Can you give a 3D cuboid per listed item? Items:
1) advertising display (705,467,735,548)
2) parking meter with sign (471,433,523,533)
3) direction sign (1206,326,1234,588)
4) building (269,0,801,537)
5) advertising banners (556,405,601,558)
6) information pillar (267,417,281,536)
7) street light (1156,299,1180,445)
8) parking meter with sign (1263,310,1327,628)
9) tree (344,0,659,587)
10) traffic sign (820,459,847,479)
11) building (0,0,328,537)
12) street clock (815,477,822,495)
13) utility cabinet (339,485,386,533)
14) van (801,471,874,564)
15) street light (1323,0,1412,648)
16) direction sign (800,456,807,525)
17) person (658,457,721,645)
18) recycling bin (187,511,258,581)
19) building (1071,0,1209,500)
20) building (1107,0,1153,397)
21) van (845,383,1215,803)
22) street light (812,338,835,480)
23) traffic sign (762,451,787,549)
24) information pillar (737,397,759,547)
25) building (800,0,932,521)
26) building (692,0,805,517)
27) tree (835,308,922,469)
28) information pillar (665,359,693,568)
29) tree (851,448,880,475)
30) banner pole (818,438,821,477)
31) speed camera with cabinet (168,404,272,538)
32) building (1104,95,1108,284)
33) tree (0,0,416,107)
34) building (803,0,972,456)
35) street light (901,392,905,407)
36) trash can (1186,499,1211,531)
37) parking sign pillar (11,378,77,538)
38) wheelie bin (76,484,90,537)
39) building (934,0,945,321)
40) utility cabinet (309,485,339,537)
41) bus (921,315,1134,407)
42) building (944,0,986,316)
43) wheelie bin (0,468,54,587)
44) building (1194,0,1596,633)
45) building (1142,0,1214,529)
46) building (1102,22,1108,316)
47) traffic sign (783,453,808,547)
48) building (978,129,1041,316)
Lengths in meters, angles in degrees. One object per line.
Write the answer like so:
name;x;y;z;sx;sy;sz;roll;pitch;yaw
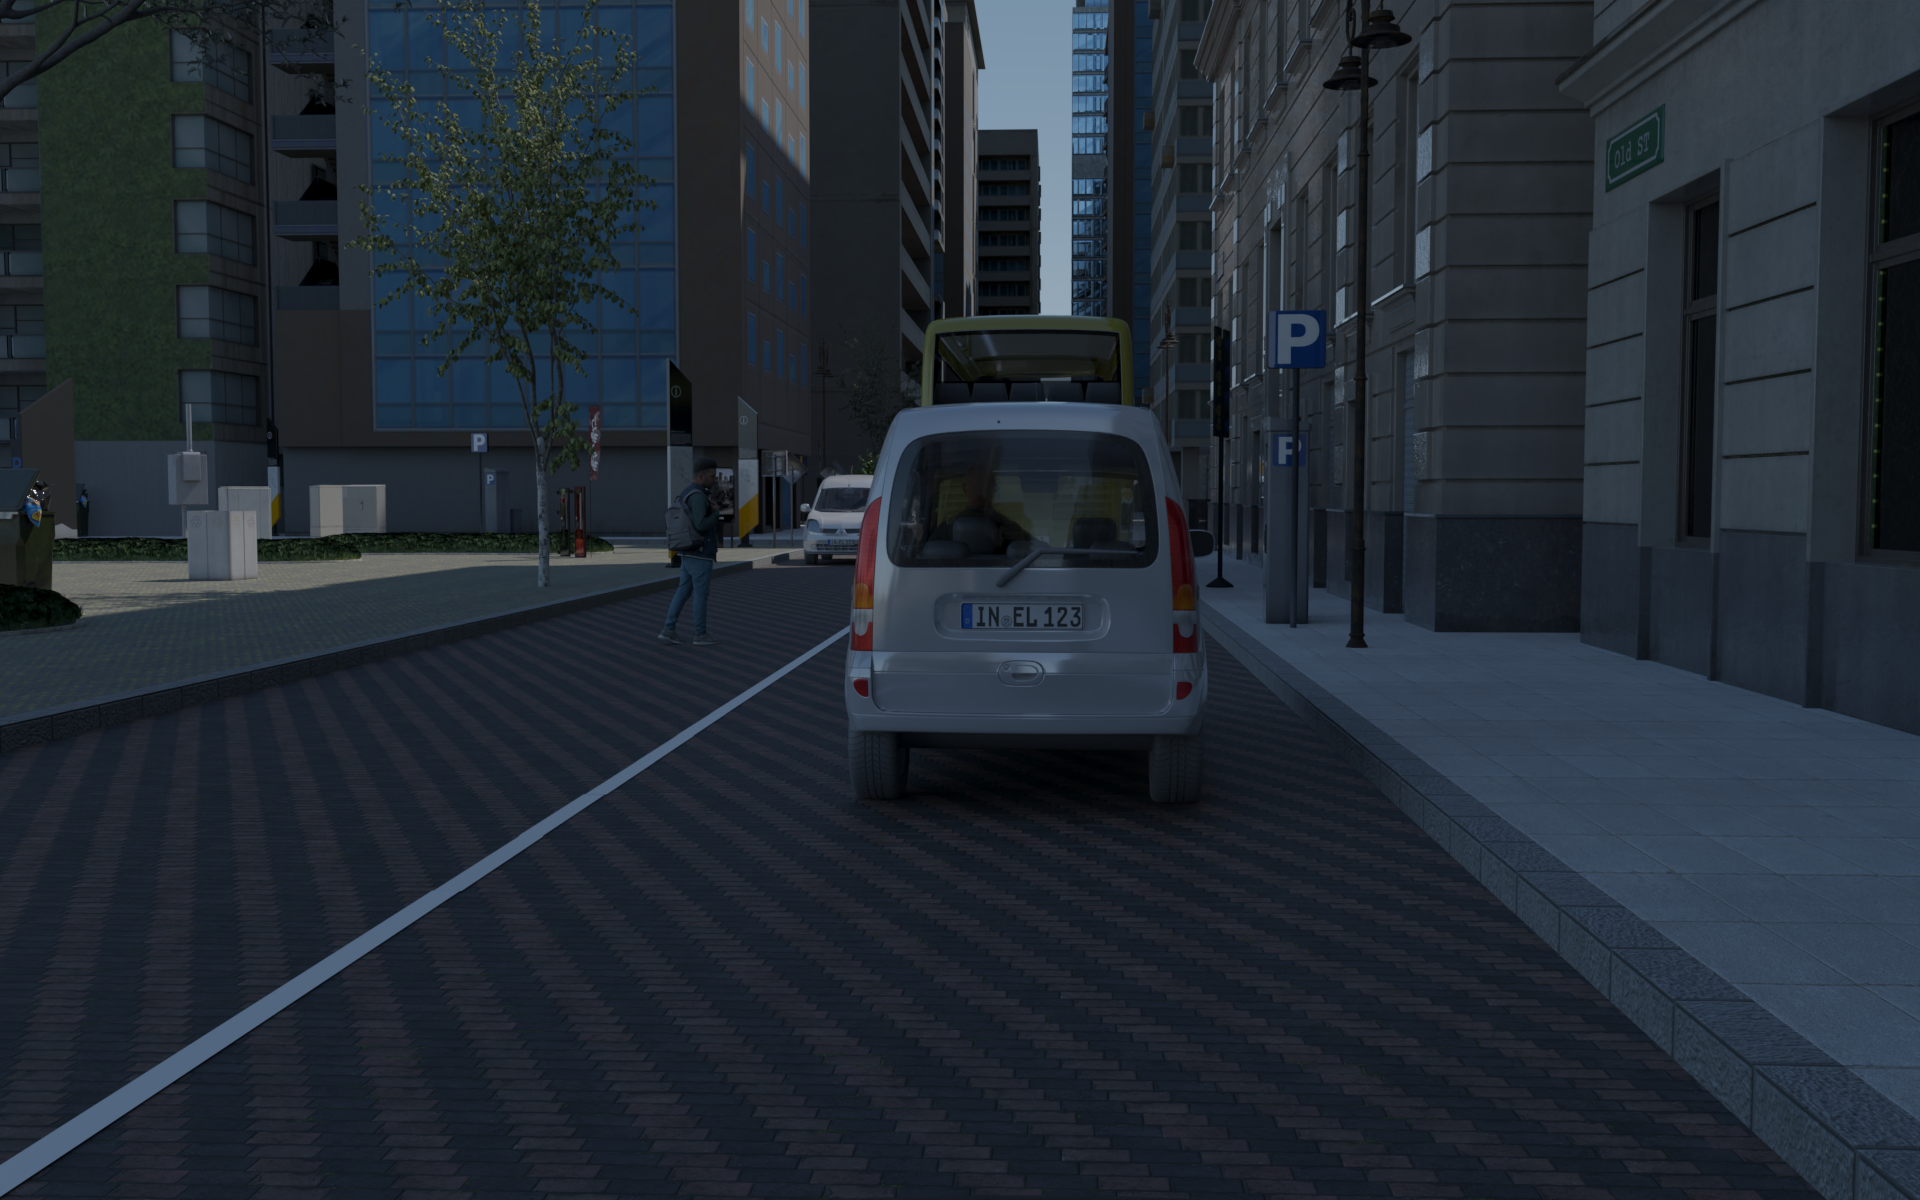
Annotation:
advertising display;-5.792;-2.189;41.007;0.974;1.923;0.123;-2;4;-35
parking meter with sign;-13.425;-3.309;50.370;0.543;3.016;1.738;1;4;21
direction sign;3.583;-1.943;23.773;0.379;3.537;0.876;1;4;21
building;-12.879;-24.893;57.111;14.600;45.320;14.200;0;4;3
advertising banners;-7.684;-2.370;34.941;0.090;3.025;2.074;-3;4;-36
information pillar;-20.832;-3.744;52.562;0.504;3.616;0.183;2;4;33
street light;4.931;-4.186;41.234;0.468;5.910;1.993;0;4;3
parking meter with sign;3.294;-1.289;17.341;0.543;3.016;1.738;0;4;7
tree;-5.906;-4.477;23.562;4.737;8.622;4.395;0;3;0
traffic sign;-3.650;-2.843;50.129;0.795;2.450;0.064;0;4;3
building;-28.873;-22.922;58.373;14.086;41.232;14.154;0;4;3
street clock;-6.086;-4.309;75.021;0.358;2.002;0.471;0;4;-5
utility cabinet;-14.386;-2.025;41.787;1.173;1.500;0.318;2;4;30
van;-2.287;-1.810;36.597;2.013;2.044;4.112;0;4;2
street light;3.323;-2.540;14.324;0.468;5.910;1.993;0;4;3
direction sign;-6.509;-4.884;71.850;0.379;3.537;0.876;1;4;16
person;-2.501;-0.465;16.448;0.721;1.781;0.623;-3;4;-38
recycling bin;-11.067;-0.822;25.993;0.722;1.027;0.722;1;4;11
building;25.687;-55.349;217.628;31.000;86.520;22.319;0;4;3
building;18.325;-29.455;131.703;14.600;45.320;14.200;0;4;3
van;0.417;-0.149;9.454;2.013;2.044;4.112;0;4;4
street light;-4.048;-4.818;51.554;0.468;5.910;1.993;0;4;3
traffic sign;-4.365;-2.360;40.720;0.606;2.300;0.079;1;4;9
information pillar;-5.119;-3.085;41.802;0.504;3.616;0.183;1;4;10
building;-12.854;-28.585;91.060;21.300;48.544;21.600;0;4;3
building;-9.130;-28.546;116.844;14.600;45.320;14.200;0;4;3
tree;-3.114;-7.229;68.551;4.360;8.622;3.978;0;3;0
information pillar;-4.890;-2.375;30.183;0.504;3.616;0.183;-3;5;-44
tree;-3.860;-4.798;73.042;1.663;3.219;1.824;0;3;0
banner pole;-6.301;-5.365;77.730;0.401;3.779;0.863;-1;4;-10
speed camera with cabinet;-16.526;-2.711;38.667;2.038;3.252;0.660;-3;5;-41
building;26.560;-34.430;182.532;23.786;49.044;30.456;0;4;3
tree;-7.288;-6.135;10.670;12.009;13.543;11.850;0;3;0
building;-6.145;-31.370;163.003;14.600;45.320;14.200;0;4;3
street light;-2.569;-6.464;78.471;0.468;5.910;1.993;0;4;3
trash can;6.904;-2.346;50.017;0.748;1.137;0.748;0;3;0
parking sign pillar;-21.102;-3.144;39.876;1.447;3.967;1.447;2;4;28
wheelie bin;-26.539;-2.689;51.874;0.980;1.594;0.693;0;4;2
building;-11.202;-50.566;139.433;22.319;86.520;31.000;0;4;3
utility cabinet;-15.630;-2.096;42.954;0.318;1.500;1.173;1;4;17
bus;1.144;-2.140;26.533;2.896;3.916;12.252;0;4;3
building;-11.596;-36.469;185.511;27.495;52.752;28.713;0;4;3
wheelie bin;-11.559;-0.815;21.232;0.980;1.594;0.693;1;4;14
building;10.706;-14.051;27.002;12.463;27.353;25.104;0;4;3
building;19.575;-22.936;66.886;23.993;40.220;32.217;0;4;3
building;23.796;-30.492;153.163;22.147;44.769;28.867;0;4;3
traffic sign;-4.094;-2.356;42.156;0.795;2.450;0.064;0;4;3
building;-0.575;-36.483;220.193;21.600;48.544;21.300;0;4;3
